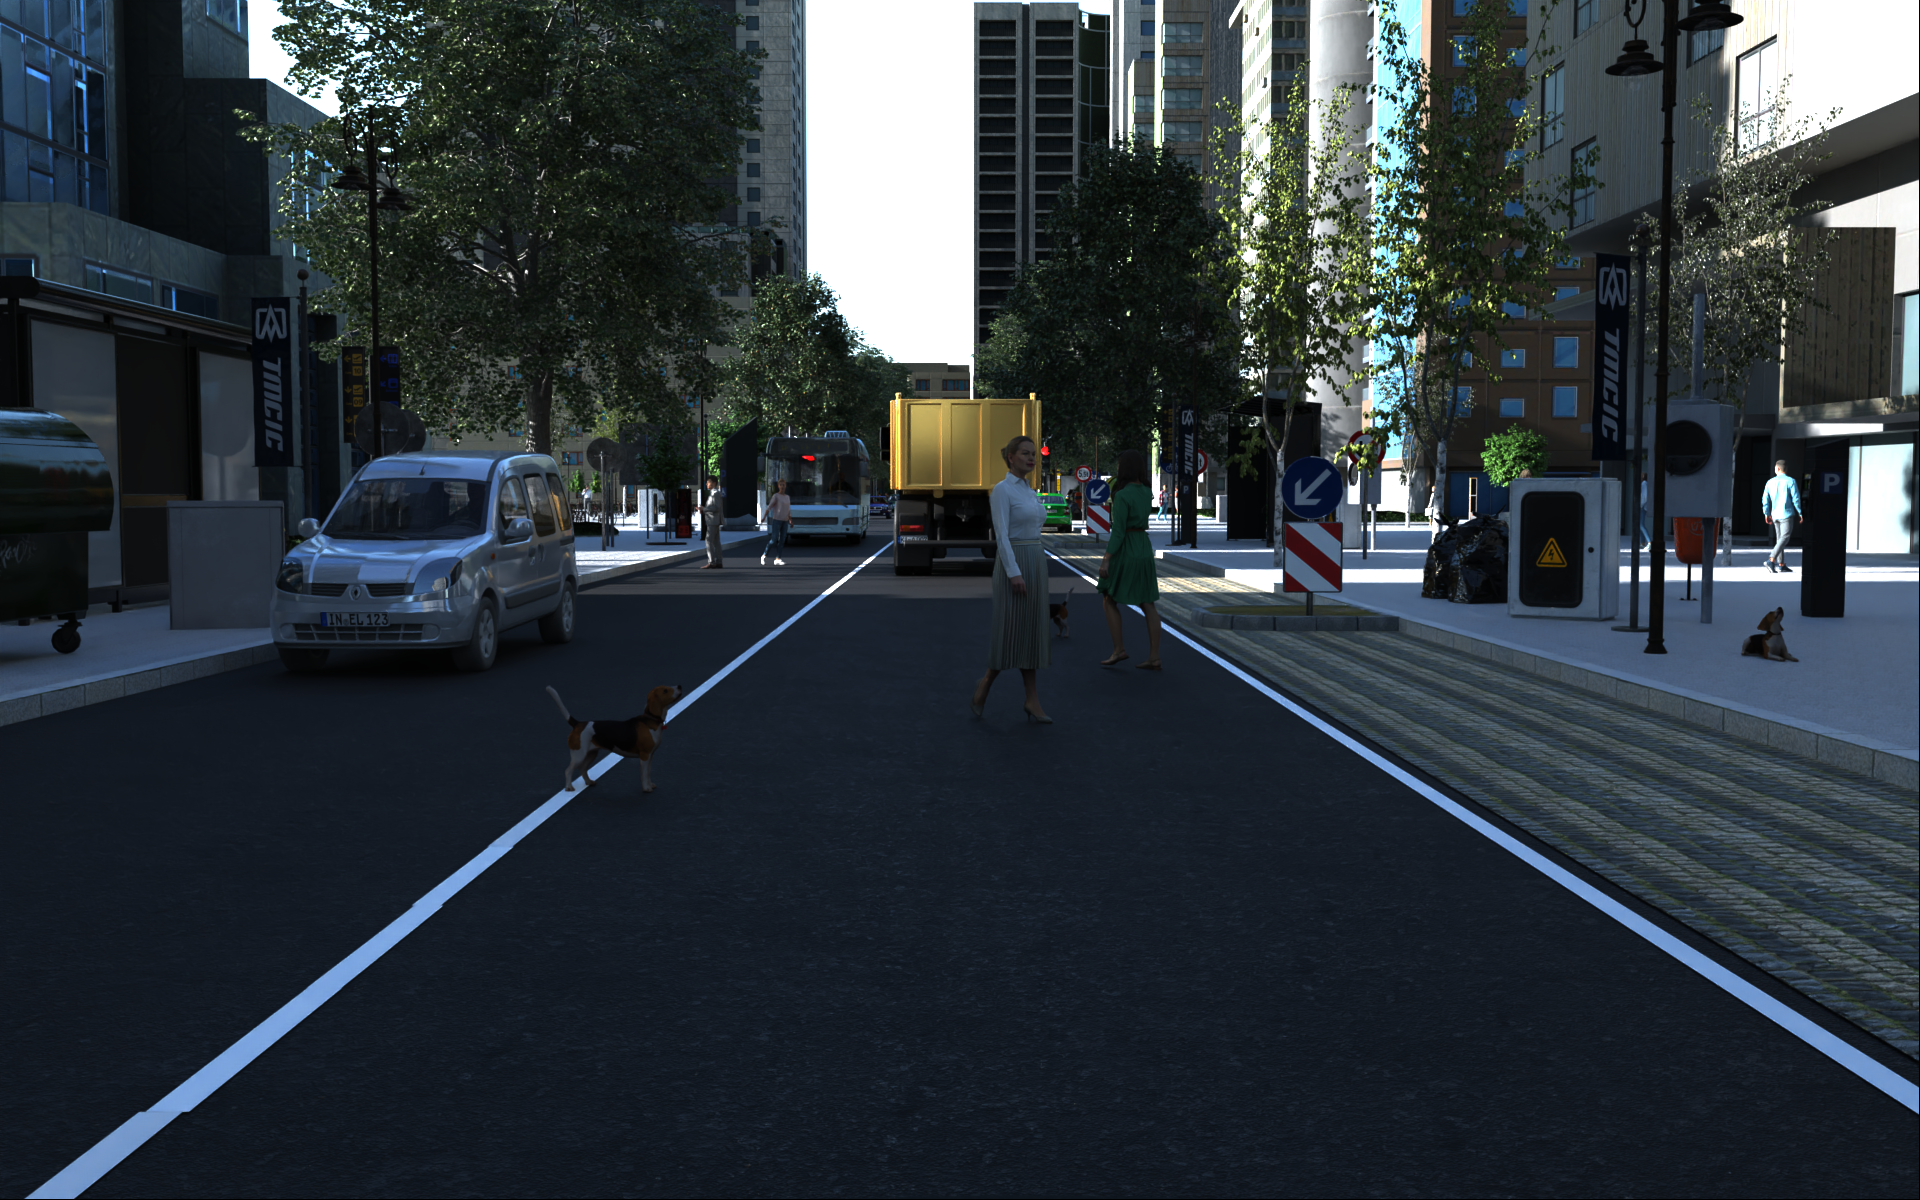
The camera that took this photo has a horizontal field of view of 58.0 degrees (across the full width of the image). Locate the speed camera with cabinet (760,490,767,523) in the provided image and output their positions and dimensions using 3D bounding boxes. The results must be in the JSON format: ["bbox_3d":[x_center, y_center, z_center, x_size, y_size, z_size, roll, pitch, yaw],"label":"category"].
[{"bbox_3d":[-9.111,-5.097,77.666,2.038,3.252,0.660,-2,4,-30],"label":"speed camera with cabinet"}]

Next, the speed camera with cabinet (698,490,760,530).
[{"bbox_3d":[-8.410,-4.171,62.537,2.038,3.252,0.660,1,4,11],"label":"speed camera with cabinet"}]

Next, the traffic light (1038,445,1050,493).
[{"bbox_3d":[3.361,-4.881,68.725,0.839,4.253,0.868,0,4,0],"label":"traffic light"}]

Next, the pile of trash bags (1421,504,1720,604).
[{"bbox_3d":[7.387,-0.681,20.887,3.447,1.369,1.912,1,4,9],"label":"pile of trash bags"}]

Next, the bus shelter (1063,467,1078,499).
[{"bbox_3d":[8.068,-7.926,123.506,2.014,3.302,5.546,0,4,0],"label":"bus shelter"}]

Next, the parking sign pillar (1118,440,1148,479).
[{"bbox_3d":[7.724,-5.444,77.483,1.447,3.967,1.447,-2,4,-24],"label":"parking sign pillar"}]

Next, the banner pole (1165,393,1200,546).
[{"bbox_3d":[5.520,-3.234,42.899,0.863,3.779,0.401,-1,4,-8],"label":"banner pole"}]

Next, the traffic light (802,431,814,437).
[{"bbox_3d":[-6.728,-5.366,76.659,0.839,4.253,0.868,0,4,0],"label":"traffic light"}]

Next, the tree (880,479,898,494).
[{"bbox_3d":[-8.442,-18.859,226.475,7.486,12.596,7.792,0,3,0],"label":"tree"}]

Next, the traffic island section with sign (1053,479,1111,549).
[{"bbox_3d":[3.482,-2.278,45.880,1.989,1.847,2.006,0,4,0],"label":"traffic island section with sign"}]

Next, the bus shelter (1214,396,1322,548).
[{"bbox_3d":[7.868,-3.261,44.608,1.731,3.624,6.357,0,4,0],"label":"bus shelter"}]

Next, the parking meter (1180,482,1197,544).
[{"bbox_3d":[5.928,-2.397,44.898,0.255,1.863,0.399,-3,5,-41],"label":"parking meter"}]

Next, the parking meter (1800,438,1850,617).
[{"bbox_3d":[9.009,-0.756,18.071,0.399,1.863,0.255,0,4,4],"label":"parking meter"}]

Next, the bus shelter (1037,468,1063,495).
[{"bbox_3d":[5.747,-7.701,119.842,2.014,3.302,5.546,0,4,0],"label":"bus shelter"}]

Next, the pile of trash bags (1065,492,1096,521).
[{"bbox_3d":[5.891,-4.603,85.013,1.912,1.369,3.447,0,4,-1],"label":"pile of trash bags"}]

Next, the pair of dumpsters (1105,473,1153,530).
[{"bbox_3d":[6.087,-3.732,63.514,1.574,2.255,4.437,0,4,0],"label":"pair of dumpsters"}]

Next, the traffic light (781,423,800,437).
[{"bbox_3d":[-6.700,-4.878,68.674,0.839,4.253,0.868,0,4,0],"label":"traffic light"}]

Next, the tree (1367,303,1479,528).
[{"bbox_3d":[17.292,-7.058,65.765,4.360,8.622,3.978,0,3,0],"label":"tree"}]

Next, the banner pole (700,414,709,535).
[{"bbox_3d":[-7.923,-3.930,54.265,0.401,3.779,0.863,0,4,-1],"label":"banner pole"}]

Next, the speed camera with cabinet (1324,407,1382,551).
[{"bbox_3d":[9.071,-2.798,40.086,0.660,3.252,2.038,-1,4,-11],"label":"speed camera with cabinet"}]

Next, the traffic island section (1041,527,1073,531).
[{"bbox_3d":[3.401,-2.848,68.839,2.009,0.180,2.903,0,4,0],"label":"traffic island section"}]

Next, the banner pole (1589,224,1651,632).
[{"bbox_3d":[6.128,-1.592,16.041,0.863,3.779,0.401,-2,4,-30],"label":"banner pole"}]

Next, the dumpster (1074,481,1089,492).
[{"bbox_3d":[8.440,-7.065,118.000,1.502,2.255,1.985,0,4,0],"label":"dumpster"}]

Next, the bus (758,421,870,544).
[{"bbox_3d":[-4.141,-3.520,52.410,2.948,3.499,13.247,0,4,-2],"label":"bus"}]

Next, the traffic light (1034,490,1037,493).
[{"bbox_3d":[3.333,-5.369,76.710,0.839,4.253,0.868,0,4,0],"label":"traffic light"}]

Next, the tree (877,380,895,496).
[{"bbox_3d":[-7.917,-16.462,179.525,12.009,13.543,11.850,0,3,0],"label":"tree"}]

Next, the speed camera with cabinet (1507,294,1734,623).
[{"bbox_3d":[6.644,-1.415,17.477,2.038,3.252,0.660,3,4,37],"label":"speed camera with cabinet"}]

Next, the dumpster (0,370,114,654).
[{"bbox_3d":[-7.584,-0.646,13.061,1.502,2.255,1.985,0,4,0],"label":"dumpster"}]

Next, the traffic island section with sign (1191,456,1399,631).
[{"bbox_3d":[3.580,-0.630,18.925,1.989,1.847,2.006,0,4,0],"label":"traffic island section with sign"}]

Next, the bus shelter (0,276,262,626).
[{"bbox_3d":[-9.891,-2.478,18.145,2.179,5.291,8.768,0,4,0],"label":"bus shelter"}]

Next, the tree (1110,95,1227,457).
[{"bbox_3d":[5.804,-4.905,30.556,4.737,8.622,4.395,0,3,0],"label":"tree"}]

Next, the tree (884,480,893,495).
[{"bbox_3d":[-8.933,-13.486,215.102,1.663,3.219,1.824,0,3,0],"label":"tree"}]

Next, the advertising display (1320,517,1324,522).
[{"bbox_3d":[15.985,-4.366,76.589,0.974,1.923,0.123,2,4,30],"label":"advertising display"}]

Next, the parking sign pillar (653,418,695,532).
[{"bbox_3d":[-9.816,-4.332,59.300,1.447,3.967,1.447,0,4,-5],"label":"parking sign pillar"}]

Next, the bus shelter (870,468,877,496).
[{"bbox_3d":[-7.771,-9.893,139.375,2.179,5.291,8.768,0,4,0],"label":"bus shelter"}]

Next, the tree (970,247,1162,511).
[{"bbox_3d":[6.268,-11.038,87.121,9.857,13.997,8.962,0,3,0],"label":"tree"}]

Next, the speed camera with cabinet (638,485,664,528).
[{"bbox_3d":[-11.842,-4.411,66.464,0.660,3.252,2.038,0,4,3],"label":"speed camera with cabinet"}]

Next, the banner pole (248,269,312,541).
[{"bbox_3d":[-7.528,-1.796,19.381,0.863,3.779,0.401,1,4,8],"label":"banner pole"}]

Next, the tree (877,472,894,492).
[{"bbox_3d":[-8.796,-15.177,198.504,4.737,8.622,4.395,0,3,0],"label":"tree"}]

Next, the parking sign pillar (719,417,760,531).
[{"bbox_3d":[-7.667,-4.376,60.023,1.447,3.967,1.447,-3,5,-42],"label":"parking sign pillar"}]

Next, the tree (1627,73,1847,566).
[{"bbox_3d":[13.809,-4.941,31.141,4.360,8.622,3.978,0,3,0],"label":"tree"}]
